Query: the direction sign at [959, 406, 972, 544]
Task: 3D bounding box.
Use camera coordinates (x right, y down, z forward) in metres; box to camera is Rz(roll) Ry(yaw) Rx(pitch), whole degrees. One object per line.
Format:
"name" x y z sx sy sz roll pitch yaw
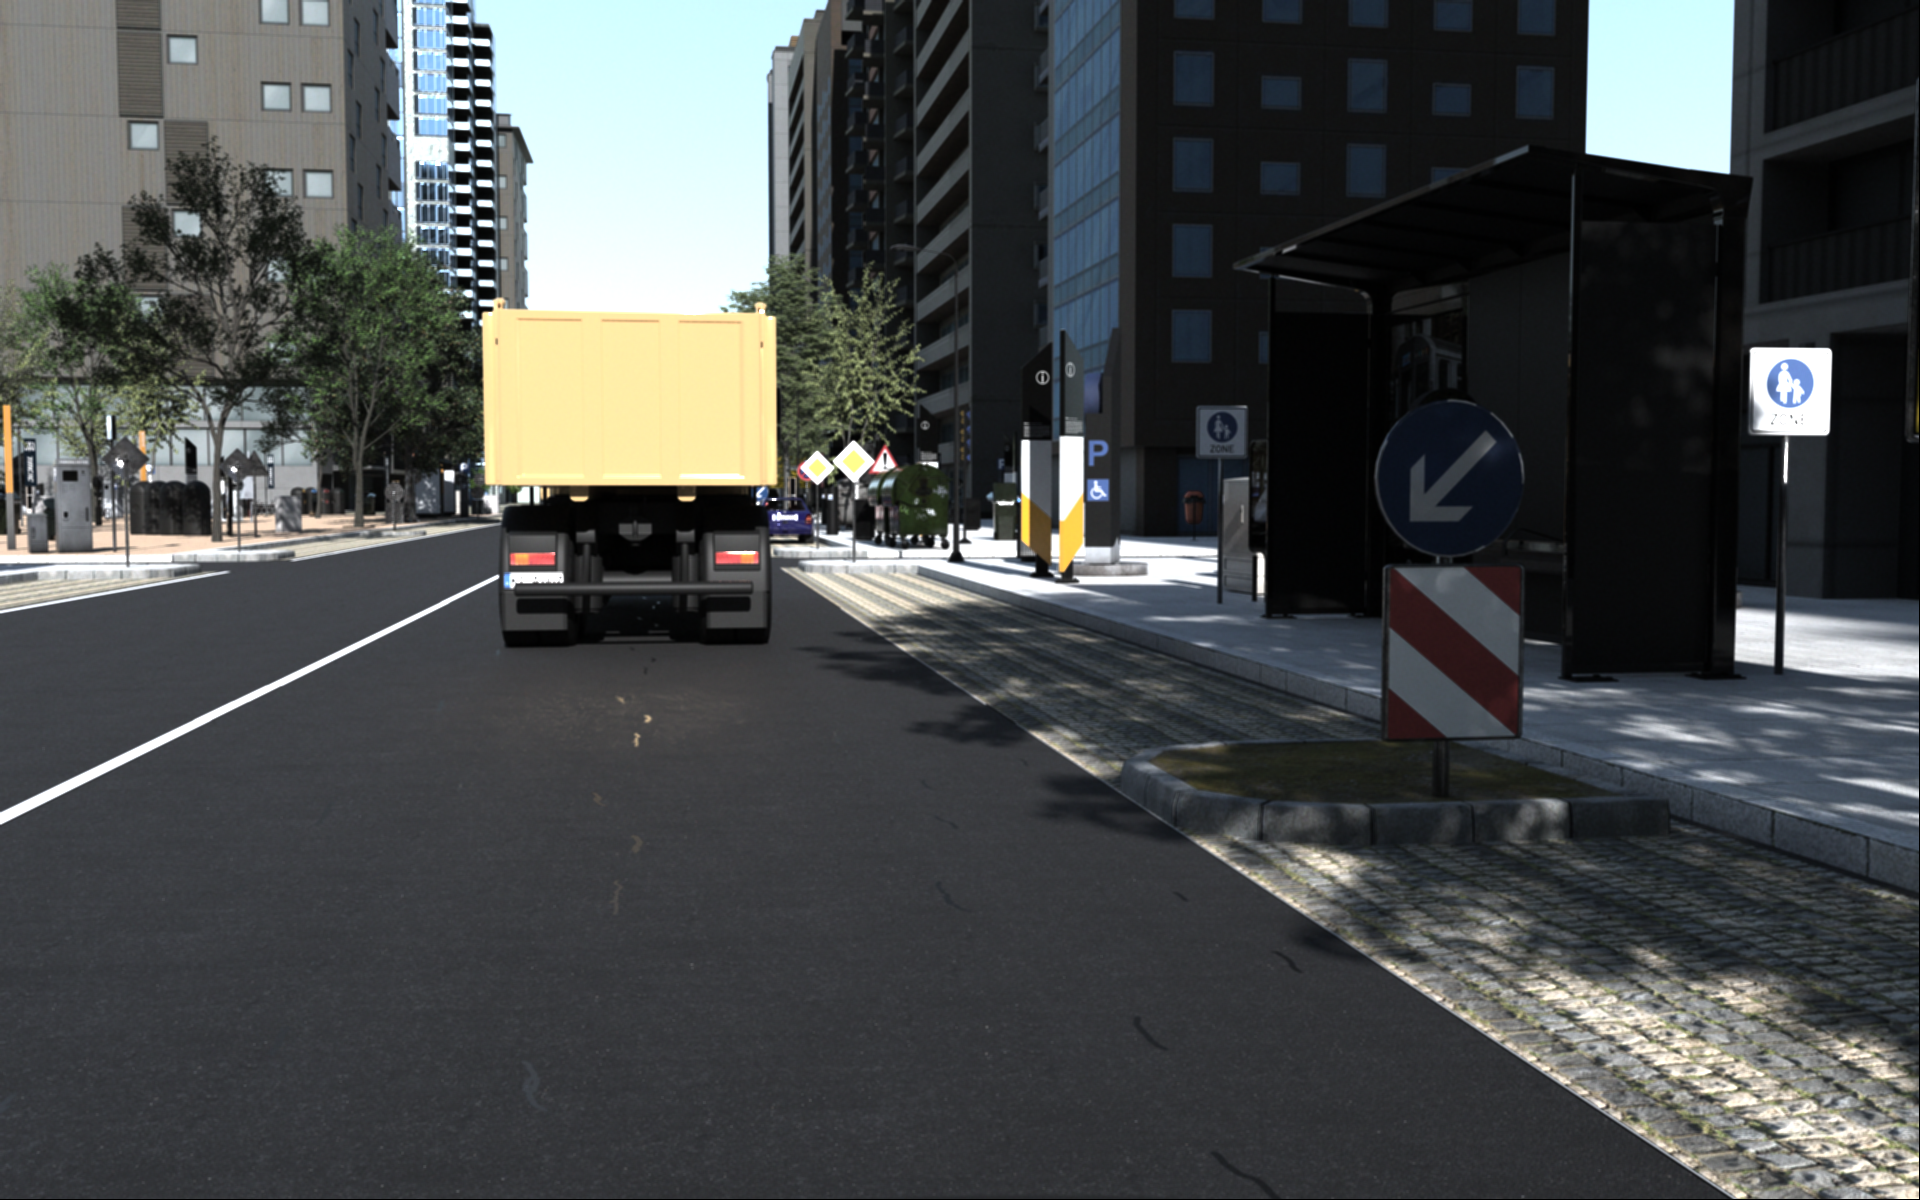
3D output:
"direction sign" 0.121 -3.229 44.799 0.379 3.537 0.876 1 4 18

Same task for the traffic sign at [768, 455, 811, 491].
"traffic sign" -8.912 -5.911 90.515 2.265 3.308 0.079 0 4 -7

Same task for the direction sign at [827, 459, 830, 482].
"direction sign" -8.171 -7.357 112.287 0.876 3.537 0.379 0 4 -1

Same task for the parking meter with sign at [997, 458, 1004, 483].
"parking meter with sign" 2.258 -5.455 85.452 0.543 3.016 1.738 1 4 12

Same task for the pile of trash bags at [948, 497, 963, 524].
"pile of trash bags" -0.725 -4.025 75.556 1.912 1.369 3.447 3 4 37

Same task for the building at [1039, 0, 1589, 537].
"building" 11.018 -24.947 57.986 14.200 45.320 14.600 -1 4 -10

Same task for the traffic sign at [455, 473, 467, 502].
"traffic sign" -30.159 -6.395 104.666 0.768 2.556 0.104 0 4 -1

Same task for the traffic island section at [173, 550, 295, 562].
"traffic island section" -15.902 -0.972 38.169 2.009 0.180 2.903 -1 4 -10

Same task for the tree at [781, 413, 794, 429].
"tree" -16.671 -13.563 132.122 12.009 13.543 11.850 0 3 0

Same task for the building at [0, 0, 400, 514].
"building" -54.615 -32.527 121.059 28.713 52.752 27.495 -1 4 -10

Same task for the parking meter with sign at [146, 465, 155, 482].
"parking meter with sign" -47.889 -6.496 102.467 0.543 3.016 1.738 -2 4 -26

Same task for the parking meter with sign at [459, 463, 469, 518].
"parking meter with sign" -27.342 -6.070 95.498 0.543 3.016 1.738 -1 4 -15

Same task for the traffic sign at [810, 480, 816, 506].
"traffic sign" -7.847 -5.569 91.050 0.884 2.594 0.081 0 4 -5

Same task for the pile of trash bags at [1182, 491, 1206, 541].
"pile of trash bags" 7.864 -2.323 47.726 3.447 1.369 1.912 0 4 5

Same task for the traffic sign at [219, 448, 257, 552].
"traffic sign" -15.881 -2.108 38.111 0.795 2.450 0.064 -1 4 -10

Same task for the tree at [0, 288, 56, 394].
"tree" -29.413 -6.172 51.277 4.360 8.622 3.978 0 3 0

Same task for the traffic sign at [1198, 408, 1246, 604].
"traffic sign" 3.041 -1.106 20.210 0.606 2.300 0.079 0 4 -7

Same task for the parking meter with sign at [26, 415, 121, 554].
"parking meter with sign" -19.386 -2.540 37.791 1.738 3.016 0.543 -3 4 -37

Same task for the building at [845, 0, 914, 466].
"building" 2.754 -29.337 134.291 22.147 44.769 28.867 -1 4 -10

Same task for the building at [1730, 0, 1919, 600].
"building" 21.383 -35.332 15.927 20.563 71.187 20.611 -1 4 -10

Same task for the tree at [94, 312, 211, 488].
"tree" -30.972 -7.087 66.240 4.737 8.622 4.395 0 3 0

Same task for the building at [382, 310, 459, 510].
"building" -59.369 -18.637 149.753 27.650 21.520 28.899 -1 4 -10

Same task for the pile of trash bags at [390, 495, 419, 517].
"pile of trash bags" -31.918 -5.512 99.874 1.912 1.369 3.447 -1 4 -15

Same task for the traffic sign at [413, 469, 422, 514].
"traffic sign" -27.322 -5.300 86.766 0.768 2.556 0.104 -1 4 -9

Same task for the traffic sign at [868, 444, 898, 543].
"traffic sign" -1.958 -2.774 45.353 0.884 2.594 0.081 0 4 -2

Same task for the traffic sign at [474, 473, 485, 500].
"traffic sign" -29.232 -6.447 105.513 0.768 2.556 0.104 0 4 -6

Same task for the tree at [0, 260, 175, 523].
"tree" -39.260 -9.321 78.153 9.928 11.665 9.643 0 3 0

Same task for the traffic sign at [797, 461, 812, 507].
"traffic sign" -5.893 -4.078 66.777 0.768 2.556 0.104 -1 4 -9

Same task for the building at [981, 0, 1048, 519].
"building" 9.361 -29.118 99.783 21.300 48.544 21.600 -1 4 -10

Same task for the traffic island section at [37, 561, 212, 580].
"traffic island section" -14.576 -0.490 30.295 2.009 0.180 2.903 -1 4 -10

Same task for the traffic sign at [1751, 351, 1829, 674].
"traffic sign" 5.826 -0.619 12.255 0.606 2.300 0.079 0 4 -7

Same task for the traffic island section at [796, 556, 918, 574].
"traffic island section" -1.961 -0.619 32.407 2.009 0.180 2.903 -1 4 -10

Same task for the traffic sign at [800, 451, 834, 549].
"traffic sign" -3.309 -2.236 40.201 0.795 2.450 0.064 -1 4 -10

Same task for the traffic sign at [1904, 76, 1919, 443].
"traffic sign" 5.758 -0.899 8.569 2.265 3.308 0.079 0 4 -3

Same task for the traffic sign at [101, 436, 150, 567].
"traffic sign" -14.554 -1.627 30.237 0.795 2.450 0.064 -1 4 -10

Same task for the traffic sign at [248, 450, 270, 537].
"traffic sign" -21.025 -3.158 51.640 0.884 2.594 0.081 0 4 -2

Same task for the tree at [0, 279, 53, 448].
"tree" -32.415 -6.562 57.644 4.737 8.622 4.395 0 3 0

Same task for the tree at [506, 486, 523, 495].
"tree" -34.364 -8.524 133.974 1.663 3.219 1.824 0 3 0

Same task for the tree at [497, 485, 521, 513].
"tree" -31.273 -10.236 117.728 4.737 8.622 4.395 0 3 0

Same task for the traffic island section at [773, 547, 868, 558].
"traffic island section" -3.287 -1.101 40.282 2.009 0.180 2.903 -1 4 -10

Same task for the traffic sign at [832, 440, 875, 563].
"traffic sign" -1.983 -1.754 32.326 0.795 2.450 0.064 -1 4 -10
